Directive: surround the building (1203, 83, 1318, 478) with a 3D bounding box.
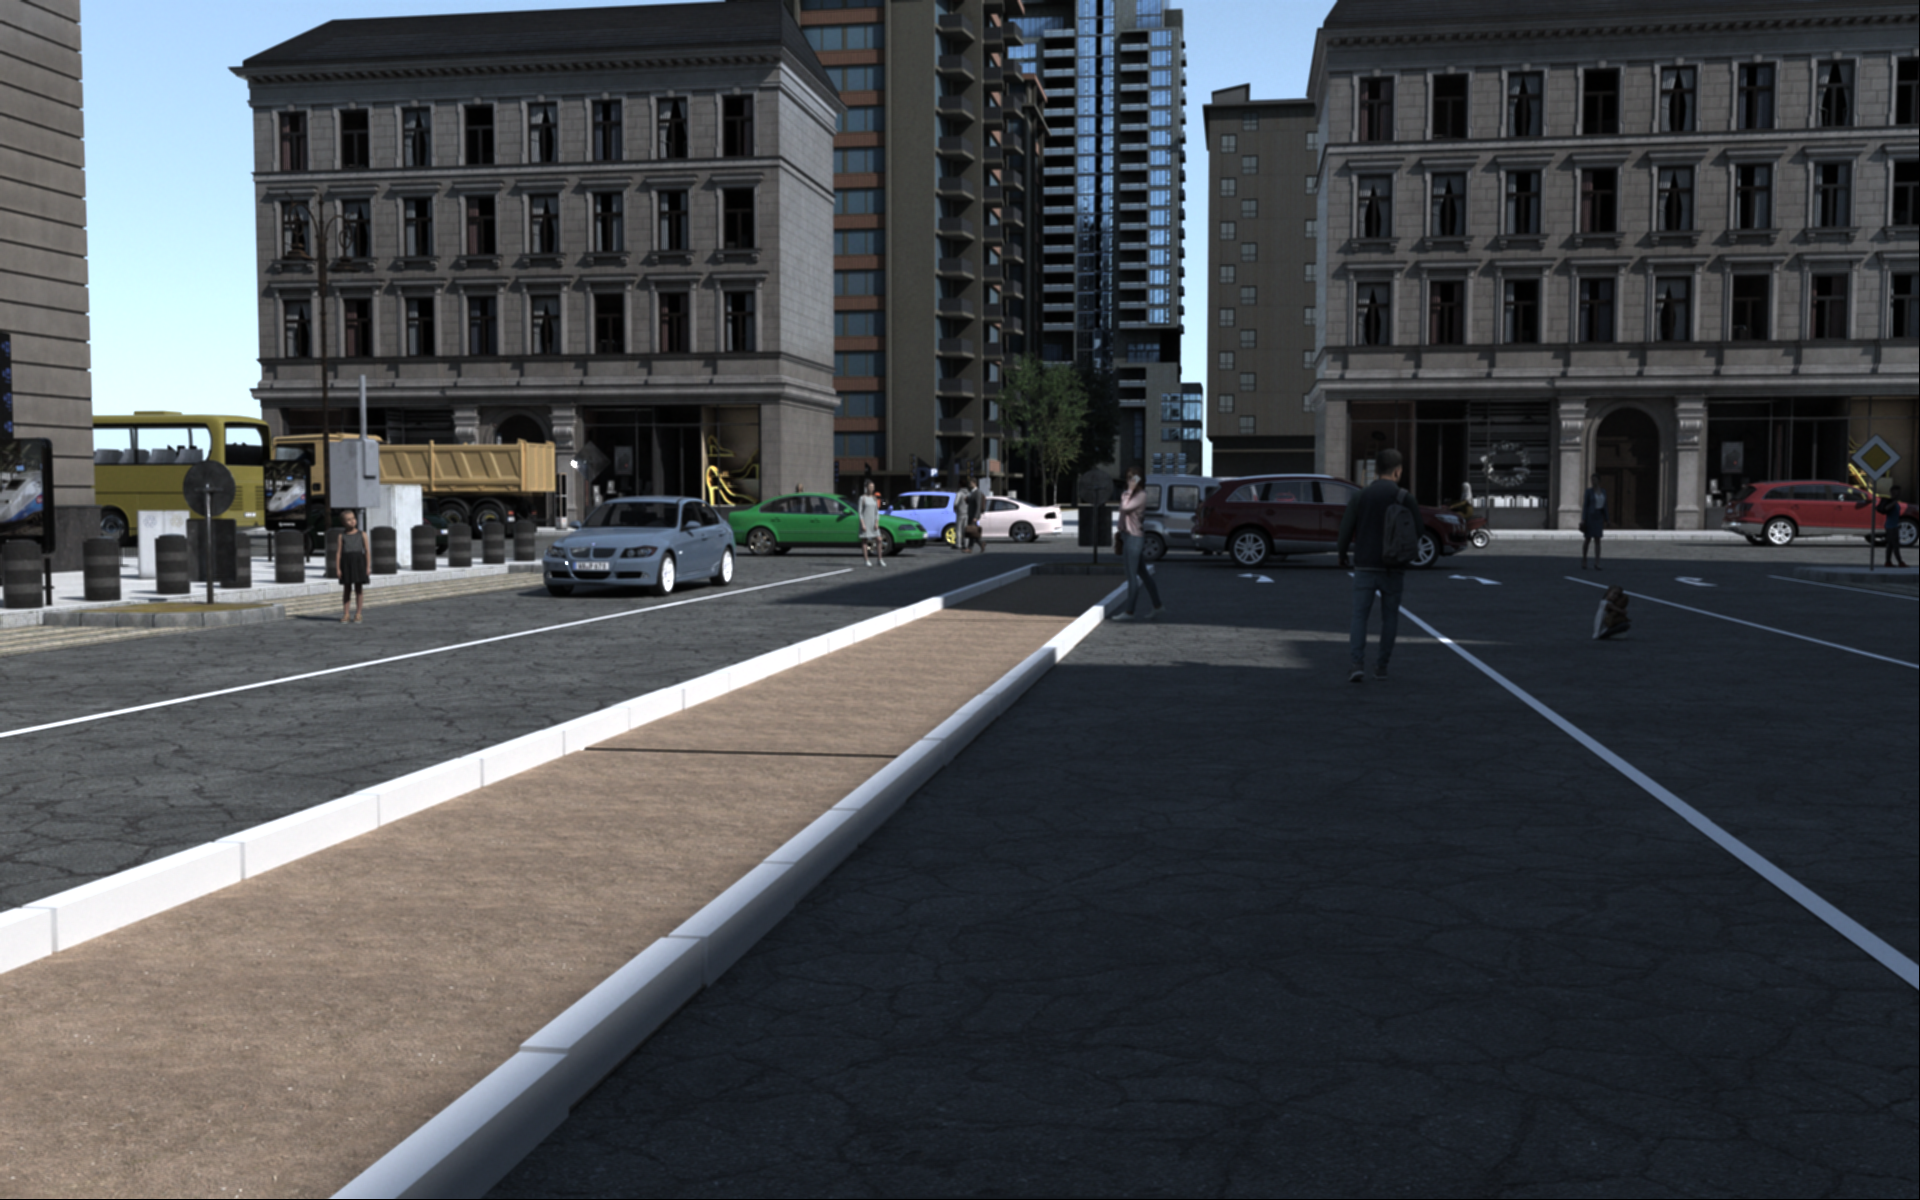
[{"bbox_3d":[46.152,-39.168,229.641,27.495,52.752,28.713,1,4,9],"label":"building"}]

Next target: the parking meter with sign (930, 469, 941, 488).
[{"bbox_3d":[-1.601,-7.412,117.452,0.543,3.016,1.738,-1,4,-12],"label":"parking meter with sign"}]

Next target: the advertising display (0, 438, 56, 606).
[{"bbox_3d":[-10.886,-0.907,20.050,0.974,1.923,0.123,1,4,22],"label":"advertising display"}]

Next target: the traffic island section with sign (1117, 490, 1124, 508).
[{"bbox_3d":[16.677,-10.304,177.101,1.989,1.847,2.006,1,4,9],"label":"traffic island section with sign"}]

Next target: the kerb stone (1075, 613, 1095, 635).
[{"bbox_3d":[1.253,0.273,17.726,0.120,0.150,1.000,1,4,9],"label":"kerb stone"}]

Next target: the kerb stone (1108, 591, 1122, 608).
[{"bbox_3d":[1.908,0.025,21.787,0.120,0.150,1.000,1,4,9],"label":"kerb stone"}]

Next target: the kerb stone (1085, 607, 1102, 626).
[{"bbox_3d":[1.411,0.213,18.739,0.120,0.150,1.000,1,4,9],"label":"kerb stone"}]

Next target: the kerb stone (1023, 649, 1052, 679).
[{"bbox_3d":[0.596,0.525,13.668,0.120,0.150,1.000,1,4,9],"label":"kerb stone"}]

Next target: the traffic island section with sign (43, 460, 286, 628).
[{"bbox_3d":[-8.753,-0.661,19.431,1.989,1.847,2.006,1,4,9],"label":"traffic island section with sign"}]

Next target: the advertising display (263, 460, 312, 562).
[{"bbox_3d":[-12.650,-1.675,32.600,0.974,1.923,0.123,1,4,17],"label":"advertising display"}]

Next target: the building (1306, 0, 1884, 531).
[{"bbox_3d":[15.148,-13.171,66.258,40.483,20.767,10.553,1,4,9],"label":"building"}]

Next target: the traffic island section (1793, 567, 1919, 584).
[{"bbox_3d":[15.285,-0.411,29.003,2.009,0.180,2.903,1,4,9],"label":"traffic island section"}]

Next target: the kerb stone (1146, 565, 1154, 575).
[{"bbox_3d":[3.216,-0.472,29.909,0.120,0.150,1.000,1,4,9],"label":"kerb stone"}]

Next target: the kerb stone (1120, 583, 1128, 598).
[{"bbox_3d":[2.240,-0.094,23.821,0.120,0.150,1.000,1,4,9],"label":"kerb stone"}]

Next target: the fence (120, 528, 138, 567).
[{"bbox_3d":[-13.919,-0.918,30.387,2.069,0.683,0.278,1,4,17],"label":"fence"}]

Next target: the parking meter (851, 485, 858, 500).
[{"bbox_3d":[-6.792,-6.489,111.806,0.399,1.863,0.255,2,4,28],"label":"parking meter"}]

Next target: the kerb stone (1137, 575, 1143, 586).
[{"bbox_3d":[2.727,-0.282,26.866,0.120,0.150,1.000,1,4,9],"label":"kerb stone"}]

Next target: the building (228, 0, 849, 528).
[{"bbox_3d":[-25.540,-13.513,71.855,40.483,20.767,10.553,1,4,9],"label":"building"}]

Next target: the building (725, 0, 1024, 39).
[{"bbox_3d":[-6.738,-29.720,140.545,22.147,44.769,28.867,1,4,9],"label":"building"}]

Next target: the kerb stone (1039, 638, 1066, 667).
[{"bbox_3d":[0.764,0.463,14.680,0.120,0.150,1.000,1,4,9],"label":"kerb stone"}]

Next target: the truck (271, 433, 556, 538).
[{"bbox_3d":[-18.113,-3.661,55.774,9.791,3.379,3.469,1,4,9],"label":"truck"}]

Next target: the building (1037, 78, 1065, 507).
[{"bbox_3d":[-4.251,-31.982,177.522,28.867,44.769,22.147,1,4,9],"label":"building"}]

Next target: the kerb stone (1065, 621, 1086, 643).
[{"bbox_3d":[1.087,0.336,16.710,0.120,0.150,1.000,1,4,9],"label":"kerb stone"}]

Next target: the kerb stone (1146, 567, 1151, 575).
[{"bbox_3d":[3.051,-0.410,28.897,0.120,0.150,1.000,1,4,9],"label":"kerb stone"}]

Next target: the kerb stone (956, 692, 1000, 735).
[{"bbox_3d":[0.099,0.709,10.607,0.120,0.150,1.000,1,4,9],"label":"kerb stone"}]

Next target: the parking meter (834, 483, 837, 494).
[{"bbox_3d":[-6.862,-5.375,93.591,0.399,1.863,0.255,2,4,24],"label":"parking meter"}]

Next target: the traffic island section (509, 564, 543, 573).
[{"bbox_3d":[-6.969,-0.630,32.583,2.009,0.180,2.903,1,4,9],"label":"traffic island section"}]

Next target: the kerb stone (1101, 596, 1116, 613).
[{"bbox_3d":[1.740,0.092,20.774,0.120,0.150,1.000,1,4,9],"label":"kerb stone"}]

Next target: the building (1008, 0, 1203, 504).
[{"bbox_3d":[16.932,-56.174,231.113,31.000,86.520,22.319,1,4,9],"label":"building"}]

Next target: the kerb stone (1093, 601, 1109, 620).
[{"bbox_3d":[1.575,0.149,19.752,0.120,0.150,1.000,1,4,9],"label":"kerb stone"}]

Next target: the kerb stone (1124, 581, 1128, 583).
[{"bbox_3d":[2.394,-0.161,24.835,0.120,0.150,1.000,1,4,9],"label":"kerb stone"}]

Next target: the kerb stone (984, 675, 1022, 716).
[{"bbox_3d":[0.274,0.646,11.630,0.120,0.150,1.000,1,4,9],"label":"kerb stone"}]

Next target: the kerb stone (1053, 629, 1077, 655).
[{"bbox_3d":[0.928,0.398,15.692,0.120,0.150,1.000,1,4,9],"label":"kerb stone"}]

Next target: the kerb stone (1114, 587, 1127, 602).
[{"bbox_3d":[2.074,-0.036,22.807,0.120,0.150,1.000,1,4,9],"label":"kerb stone"}]

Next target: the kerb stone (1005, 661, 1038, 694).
[{"bbox_3d":[0.435,0.585,12.651,0.120,0.150,1.000,1,4,9],"label":"kerb stone"}]

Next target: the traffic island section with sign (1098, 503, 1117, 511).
[{"bbox_3d":[12.376,-8.677,150.490,1.989,1.847,2.006,1,4,9],"label":"traffic island section with sign"}]

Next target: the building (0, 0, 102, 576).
[{"bbox_3d":[-27.408,-13.924,24.918,25.104,27.353,12.463,1,4,9],"label":"building"}]

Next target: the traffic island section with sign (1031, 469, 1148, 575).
[{"bbox_3d":[2.392,-1.418,31.317,2.006,1.907,1.989,1,4,9],"label":"traffic island section with sign"}]

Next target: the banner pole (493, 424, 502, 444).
[{"bbox_3d":[-16.583,-4.413,62.174,0.401,3.779,0.863,0,4,8],"label":"banner pole"}]

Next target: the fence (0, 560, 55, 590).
[{"bbox_3d":[-13.360,-0.724,23.035,2.264,1.192,0.480,-1,4,-11],"label":"fence"}]

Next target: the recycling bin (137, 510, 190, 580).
[{"bbox_3d":[-12.128,-0.847,26.409,0.722,1.027,0.722,-2,4,-23],"label":"recycling bin"}]

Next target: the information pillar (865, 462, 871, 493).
[{"bbox_3d":[-6.662,-8.186,125.189,0.504,3.616,0.183,1,4,21],"label":"information pillar"}]

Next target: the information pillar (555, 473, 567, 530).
[{"bbox_3d":[-14.244,-3.507,61.836,0.304,2.012,0.304,2,4,34],"label":"information pillar"}]

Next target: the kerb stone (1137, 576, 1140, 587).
[{"bbox_3d":[2.563,-0.223,25.846,0.120,0.150,1.000,1,4,9],"label":"kerb stone"}]
